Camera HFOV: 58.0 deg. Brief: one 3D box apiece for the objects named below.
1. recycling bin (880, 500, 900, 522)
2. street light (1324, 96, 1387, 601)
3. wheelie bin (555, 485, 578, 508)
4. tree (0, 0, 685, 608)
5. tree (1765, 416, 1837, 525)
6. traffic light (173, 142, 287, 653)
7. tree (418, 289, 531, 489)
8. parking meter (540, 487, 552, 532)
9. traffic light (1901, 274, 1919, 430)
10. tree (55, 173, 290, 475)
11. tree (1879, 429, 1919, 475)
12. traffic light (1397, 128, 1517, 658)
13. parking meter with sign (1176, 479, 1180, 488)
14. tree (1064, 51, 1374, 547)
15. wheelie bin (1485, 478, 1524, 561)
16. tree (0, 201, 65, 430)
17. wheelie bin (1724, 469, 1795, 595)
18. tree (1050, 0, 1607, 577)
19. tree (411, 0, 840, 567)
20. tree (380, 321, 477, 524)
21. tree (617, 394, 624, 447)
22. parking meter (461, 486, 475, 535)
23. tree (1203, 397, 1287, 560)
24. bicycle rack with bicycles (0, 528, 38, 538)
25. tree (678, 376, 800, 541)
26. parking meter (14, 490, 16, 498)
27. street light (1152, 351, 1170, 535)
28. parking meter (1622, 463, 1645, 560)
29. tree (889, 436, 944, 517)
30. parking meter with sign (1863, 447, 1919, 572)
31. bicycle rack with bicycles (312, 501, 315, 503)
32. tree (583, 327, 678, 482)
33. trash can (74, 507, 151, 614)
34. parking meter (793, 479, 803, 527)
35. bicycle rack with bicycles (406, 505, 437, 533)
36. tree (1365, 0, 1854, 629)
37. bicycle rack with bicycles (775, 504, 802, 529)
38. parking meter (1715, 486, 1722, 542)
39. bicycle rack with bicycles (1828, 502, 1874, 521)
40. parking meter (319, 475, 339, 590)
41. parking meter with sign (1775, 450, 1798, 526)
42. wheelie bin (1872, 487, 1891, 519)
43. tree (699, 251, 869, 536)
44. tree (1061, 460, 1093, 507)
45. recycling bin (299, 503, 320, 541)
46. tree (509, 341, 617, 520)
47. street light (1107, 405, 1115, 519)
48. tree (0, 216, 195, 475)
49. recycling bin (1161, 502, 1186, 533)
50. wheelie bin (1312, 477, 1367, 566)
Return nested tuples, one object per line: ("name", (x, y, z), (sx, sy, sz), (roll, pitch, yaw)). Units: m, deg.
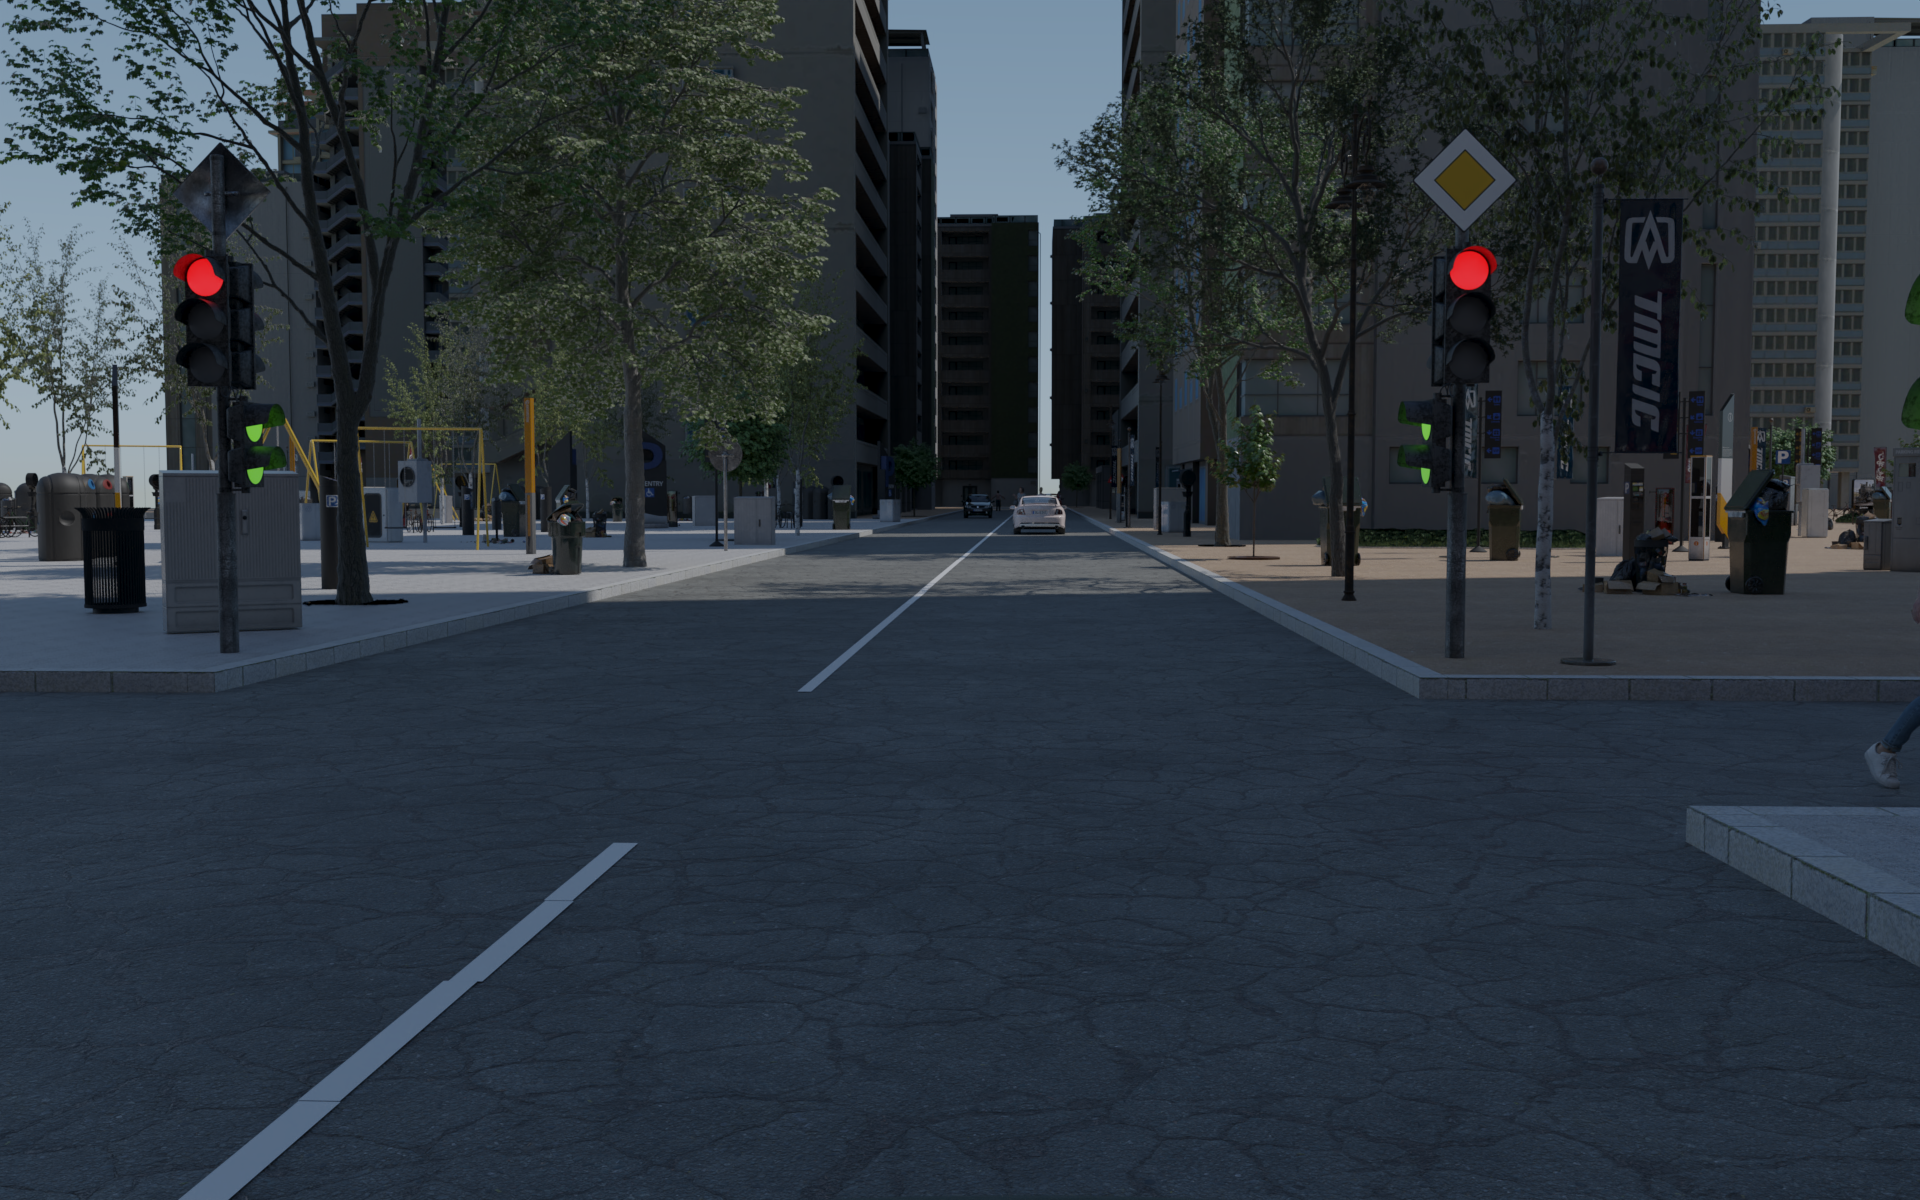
("recycling bin", (-3.211, -4.102, 79.616), (0.722, 1.027, 0.722), (2, 4, 28))
("street light", (4.683, -2.929, 20.673), (0.468, 5.910, 1.993), (0, 4, 3))
("wheelie bin", (-13.619, -3.187, 60.020), (0.693, 1.594, 0.980), (-2, 4, -28))
("tree", (-7.030, -5.763, 19.982), (9.928, 11.665, 9.643), (0, 3, 0))
("tree", (35.195, -5.446, 72.756), (4.285, 4.588, 4.351), (0, 3, 0))
("traffic light", (-5.891, -1.527, 13.889), (0.839, 4.253, 0.868), (0, 4, 3))
("tree", (-17.715, -6.878, 62.819), (4.360, 8.622, 3.978), (0, 3, 0))
("parking meter", (-13.916, -3.047, 58.227), (0.372, 1.533, 0.369), (0, 3, 0))
("traffic light", (3.504, -1.014, 5.493), (0.839, 4.253, 0.868), (0, 4, 3))
("tree", (-17.355, -5.469, 39.784), (4.360, 8.622, 3.978), (0, 3, 0))
("tree", (27.824, -3.431, 50.706), (1.663, 3.219, 1.824), (0, 3, 0))
("traffic light", (3.861, -1.501, 13.470), (0.839, 4.253, 0.868), (0, 4, 3))
("parking meter with sign", (11.065, -5.464, 85.593), (0.543, 3.016, 1.738), (-2, 4, -29))
("tree", (6.226, -7.104, 41.902), (9.928, 11.665, 9.643), (0, 3, 0))
("wheelie bin", (10.509, -1.562, 33.445), (0.693, 1.594, 0.980), (1, 4, 21))
("tree", (-23.685, -5.540, 40.940), (4.737, 8.622, 4.395), (0, 3, 0))
("wheelie bin", (10.296, -0.881, 22.318), (0.693, 1.594, 0.980), (0, 4, 1))
("tree", (5.880, -5.662, 26.981), (8.767, 10.594, 7.601), (-1, 4, -10))
("tree", (-6.145, -6.867, 30.409), (7.486, 12.596, 7.792), (0, 3, 0))
("tree", (-22.077, -7.490, 72.816), (4.737, 8.622, 4.395), (0, 3, 0))
("tree", (-17.953, -8.188, 84.243), (4.737, 8.622, 4.395), (0, 3, 0))
("parking meter", (-15.349, -2.790, 54.035), (0.372, 1.533, 0.369), (0, 3, 0))
("tree", (5.876, -2.416, 34.095), (1.663, 3.219, 1.824), (0, 3, 0))
("bicycle rack with bicycles", (-28.481, -2.296, 50.917), (2.852, 0.926, 2.925), (3, 4, 37))
("tree", (-5.960, -3.911, 47.655), (4.285, 4.588, 4.351), (0, 3, 0))
("parking meter", (-47.181, -4.795, 86.810), (0.372, 1.533, 0.369), (0, 3, 0))
("street light", (6.271, -4.979, 54.187), (0.468, 5.910, 1.993), (0, 4, 3))
("parking meter", (12.690, -1.647, 32.635), (0.255, 1.863, 0.399), (0, 4, -1))
("tree", (-2.623, -6.988, 97.968), (4.285, 4.588, 4.351), (0, 3, 0))
("parking meter with sign", (15.807, -1.974, 28.539), (0.543, 3.016, 1.738), (-2, 4, -27))
("bicycle rack with bicycles", (-32.489, -4.617, 88.876), (2.925, 0.926, 2.852), (-3, 5, -41))
("tree", (-13.160, -7.351, 70.550), (4.360, 8.622, 3.978), (0, 3, 0))
("trash can", (-9.147, -0.433, 18.734), (0.748, 1.137, 0.748), (0, 3, 0))
("parking meter", (-6.372, -3.809, 67.988), (0.255, 1.863, 0.399), (-2, 4, -32))
("bicycle rack with bicycles", (-18.664, -2.733, 58.069), (2.852, 0.926, 2.925), (0, 4, 5))
("tree", (5.782, -4.027, 16.198), (4.360, 8.622, 3.978), (0, 3, 0))
("bicycle rack with bicycles", (-7.176, -3.160, 65.043), (2.852, 0.926, 2.925), (-1, 4, -10))
("parking meter", (20.400, -2.318, 46.310), (0.372, 1.533, 0.369), (0, 3, 0))
("bicycle rack with bicycles", (45.335, -4.442, 86.005), (2.925, 0.926, 2.852), (0, 4, 0))
("parking meter", (-8.446, -0.917, 23.399), (0.372, 1.533, 0.369), (0, 3, 0))
("parking meter with sign", (33.204, -4.478, 69.472), (0.543, 3.016, 1.738), (3, 5, 39))
("wheelie bin", (36.325, -3.687, 68.195), (0.693, 1.594, 0.980), (3, 5, 42))
("tree", (-4.956, -6.302, 53.405), (4.737, 8.622, 4.395), (0, 3, 0))
("tree", (11.176, -11.148, 165.984), (4.285, 4.588, 4.351), (0, 3, 0))
("recycling bin", (-17.919, -2.162, 47.896), (0.722, 1.027, 0.722), (-3, 4, -36))
("tree", (-18.722, -7.871, 79.058), (4.737, 8.622, 4.395), (0, 3, 0))
("street light", (7.673, -7.057, 88.170), (0.468, 5.910, 1.993), (0, 4, 3))
("tree", (-24.031, -5.898, 46.790), (4.360, 8.622, 3.978), (0, 3, 0))
("recycling bin", (7.143, -2.779, 57.997), (0.722, 1.027, 0.722), (-1, 4, -20))
("wheelie bin", (6.791, -1.420, 31.126), (0.980, 1.594, 0.693), (0, 4, -3))
